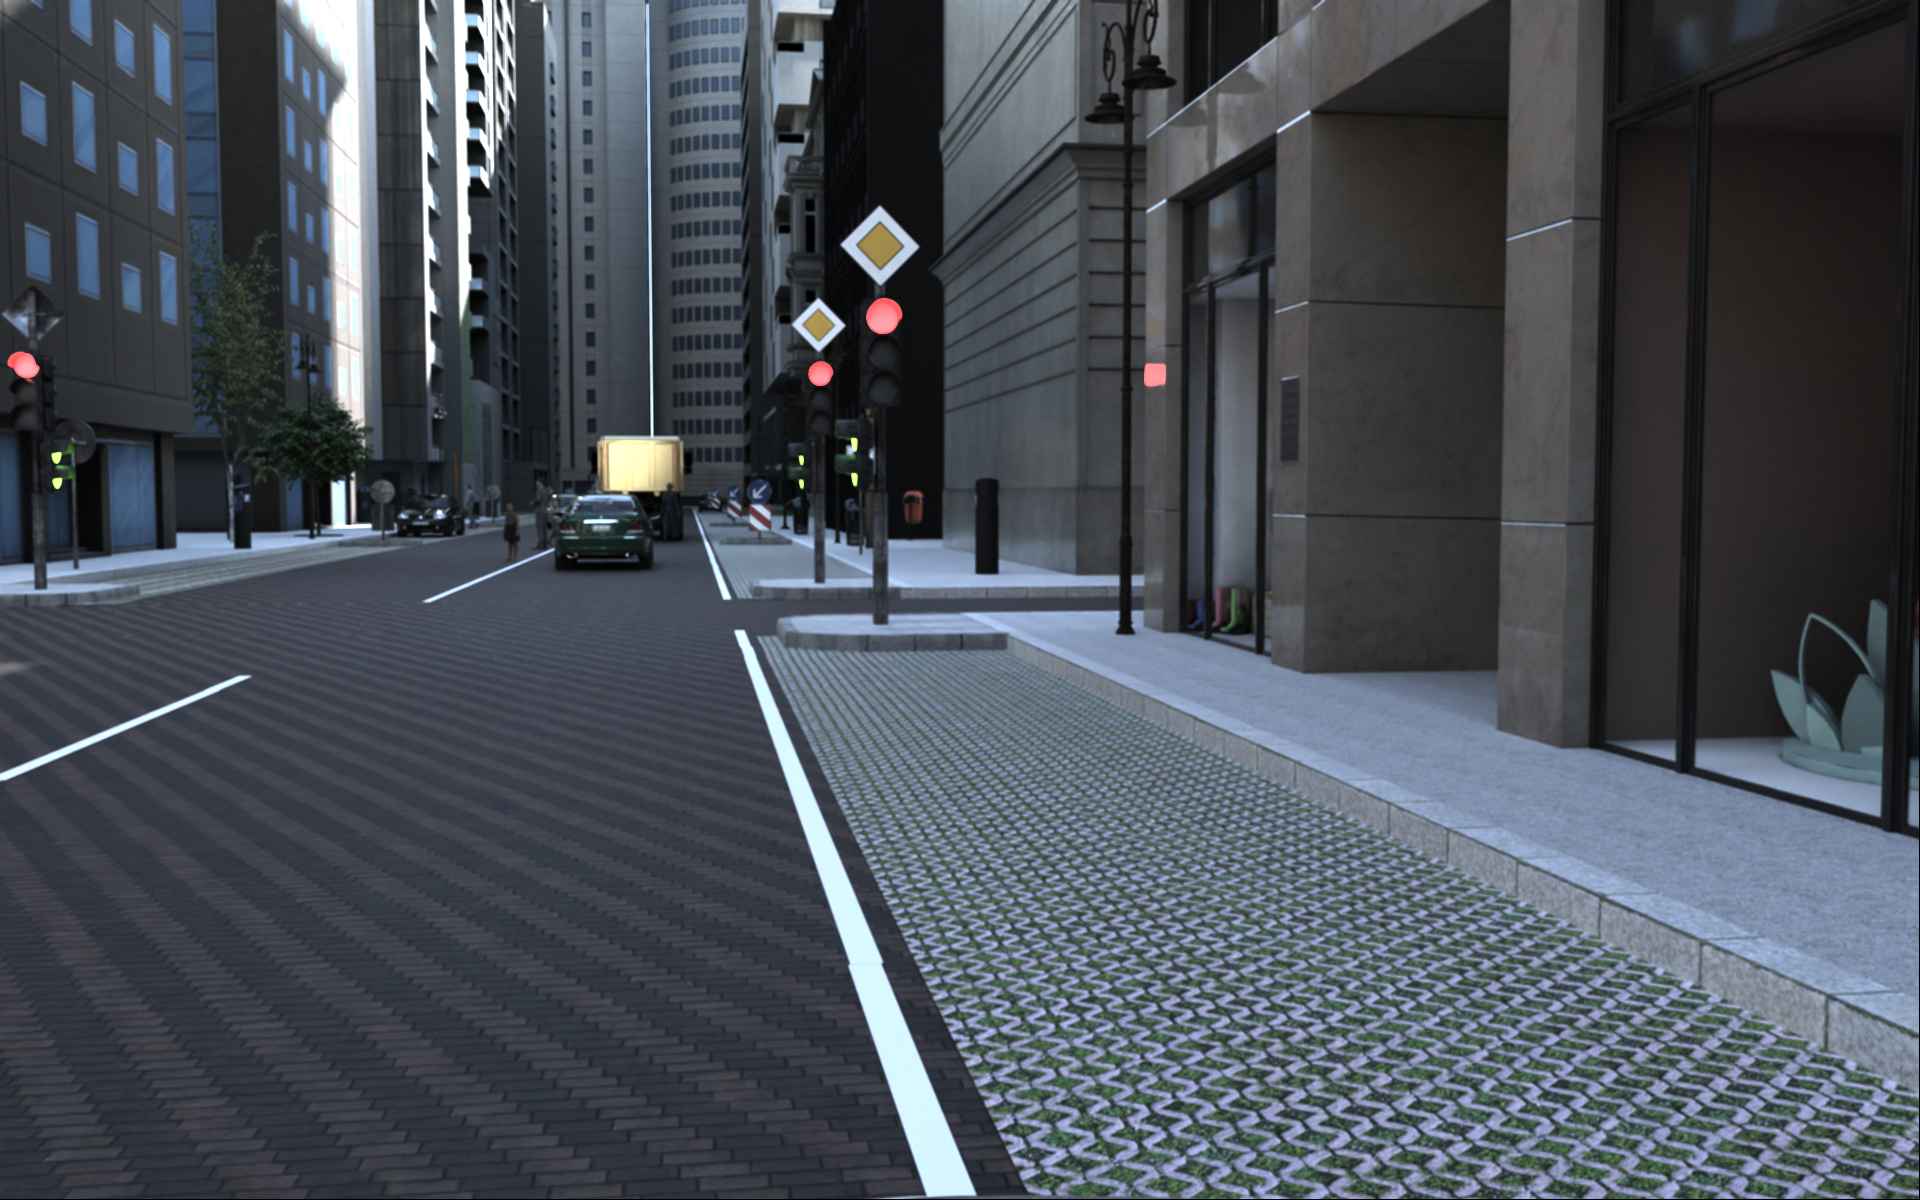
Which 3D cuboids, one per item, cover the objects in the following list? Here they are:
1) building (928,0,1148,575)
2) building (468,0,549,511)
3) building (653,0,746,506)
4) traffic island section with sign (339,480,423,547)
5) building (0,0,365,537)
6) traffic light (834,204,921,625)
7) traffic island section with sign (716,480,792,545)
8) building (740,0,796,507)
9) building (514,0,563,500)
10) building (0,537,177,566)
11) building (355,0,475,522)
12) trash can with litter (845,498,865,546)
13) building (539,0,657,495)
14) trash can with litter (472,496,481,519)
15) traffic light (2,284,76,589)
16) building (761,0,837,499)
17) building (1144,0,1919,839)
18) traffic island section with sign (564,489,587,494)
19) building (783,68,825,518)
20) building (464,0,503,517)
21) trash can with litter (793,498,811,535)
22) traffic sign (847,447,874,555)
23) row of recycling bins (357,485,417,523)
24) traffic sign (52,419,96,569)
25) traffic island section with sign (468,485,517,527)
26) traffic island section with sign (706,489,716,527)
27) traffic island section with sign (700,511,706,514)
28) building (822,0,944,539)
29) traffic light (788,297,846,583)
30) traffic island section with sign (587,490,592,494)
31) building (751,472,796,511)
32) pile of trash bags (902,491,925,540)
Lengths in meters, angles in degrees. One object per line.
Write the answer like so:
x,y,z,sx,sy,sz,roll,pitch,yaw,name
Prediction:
14.767,-12.398,35.984,30.059,22.955,16.112,-1,4,-9,building
-43.737,-42.706,136.487,20.563,71.187,20.611,-1,4,-9,building
-20.364,-39.870,193.875,28.212,58.520,21.231,-1,4,-9,building
-15.922,-2.391,47.719,1.989,1.847,2.006,-1,4,-9,traffic island section with sign
-30.246,-25.201,62.151,14.600,45.320,14.200,-1,4,-9,building
-0.802,-1.716,16.981,0.839,4.253,0.868,-1,4,-9,traffic light
-5.847,-2.492,49.365,1.989,1.847,2.006,-1,4,-9,traffic island section with sign
-9.605,-33.050,164.062,21.300,48.544,21.600,-1,4,-9,building
-48.095,-32.684,158.086,21.600,48.544,21.300,-1,4,-9,building
-24.011,-23.362,32.073,14.600,45.320,14.200,-1,4,-9,building
-32.020,-24.512,84.370,14.154,41.232,14.086,-1,4,-9,building
-2.539,-1.942,43.144,0.624,1.170,1.055,-1,4,-9,trash can with litter
-48.242,-39.606,189.555,28.212,58.520,21.231,-1,4,-9,building
-24.523,-4.673,87.797,0.624,1.170,1.055,-1,4,-23,trash can with litter
-12.375,-2.099,23.235,0.839,4.253,0.868,-1,4,-9,traffic light
0.680,-32.249,116.502,28.713,52.752,27.495,-1,4,-9,building
13.892,-11.995,0.628,19.350,26.468,34.151,-1,4,-9,building
-27.924,-7.053,123.940,1.989,1.847,2.006,-1,4,-9,traffic island section with sign
-1.073,-16.116,82.579,14.460,24.649,34.723,-1,4,-9,building
-40.531,-48.712,109.108,22.319,86.520,31.000,-1,4,-9,building
-4.998,-2.677,55.164,0.624,1.170,1.055,-1,4,-11,trash can with litter
-2.097,-2.107,36.572,0.606,2.300,0.079,0,4,-4,traffic sign
-26.018,-4.281,77.108,3.534,1.692,1.069,-1,4,-13,row of recycling bins
-15.103,-1.799,29.517,0.768,2.556,0.104,0,4,0,traffic sign
-20.237,-4.070,75.174,1.989,1.847,2.006,-1,4,-9,traffic island section with sign
-10.092,-4.148,76.455,1.989,1.847,2.006,-1,4,-9,traffic island section with sign
-17.933,-7.198,126.323,1.989,1.847,2.006,-1,4,-9,traffic island section with sign
2.283,-13.902,56.968,12.332,23.373,15.834,-1,4,-9,building
-2.043,-2.199,24.870,0.839,4.253,0.868,-1,4,-9,traffic light
-32.122,-8.691,150.731,1.989,1.847,2.006,-1,4,-9,traffic island section with sign
-0.859,-27.570,142.654,32.217,40.220,23.993,-1,4,-9,building
0.022,-2.316,47.623,3.447,1.369,1.912,1,4,20,pile of trash bags
